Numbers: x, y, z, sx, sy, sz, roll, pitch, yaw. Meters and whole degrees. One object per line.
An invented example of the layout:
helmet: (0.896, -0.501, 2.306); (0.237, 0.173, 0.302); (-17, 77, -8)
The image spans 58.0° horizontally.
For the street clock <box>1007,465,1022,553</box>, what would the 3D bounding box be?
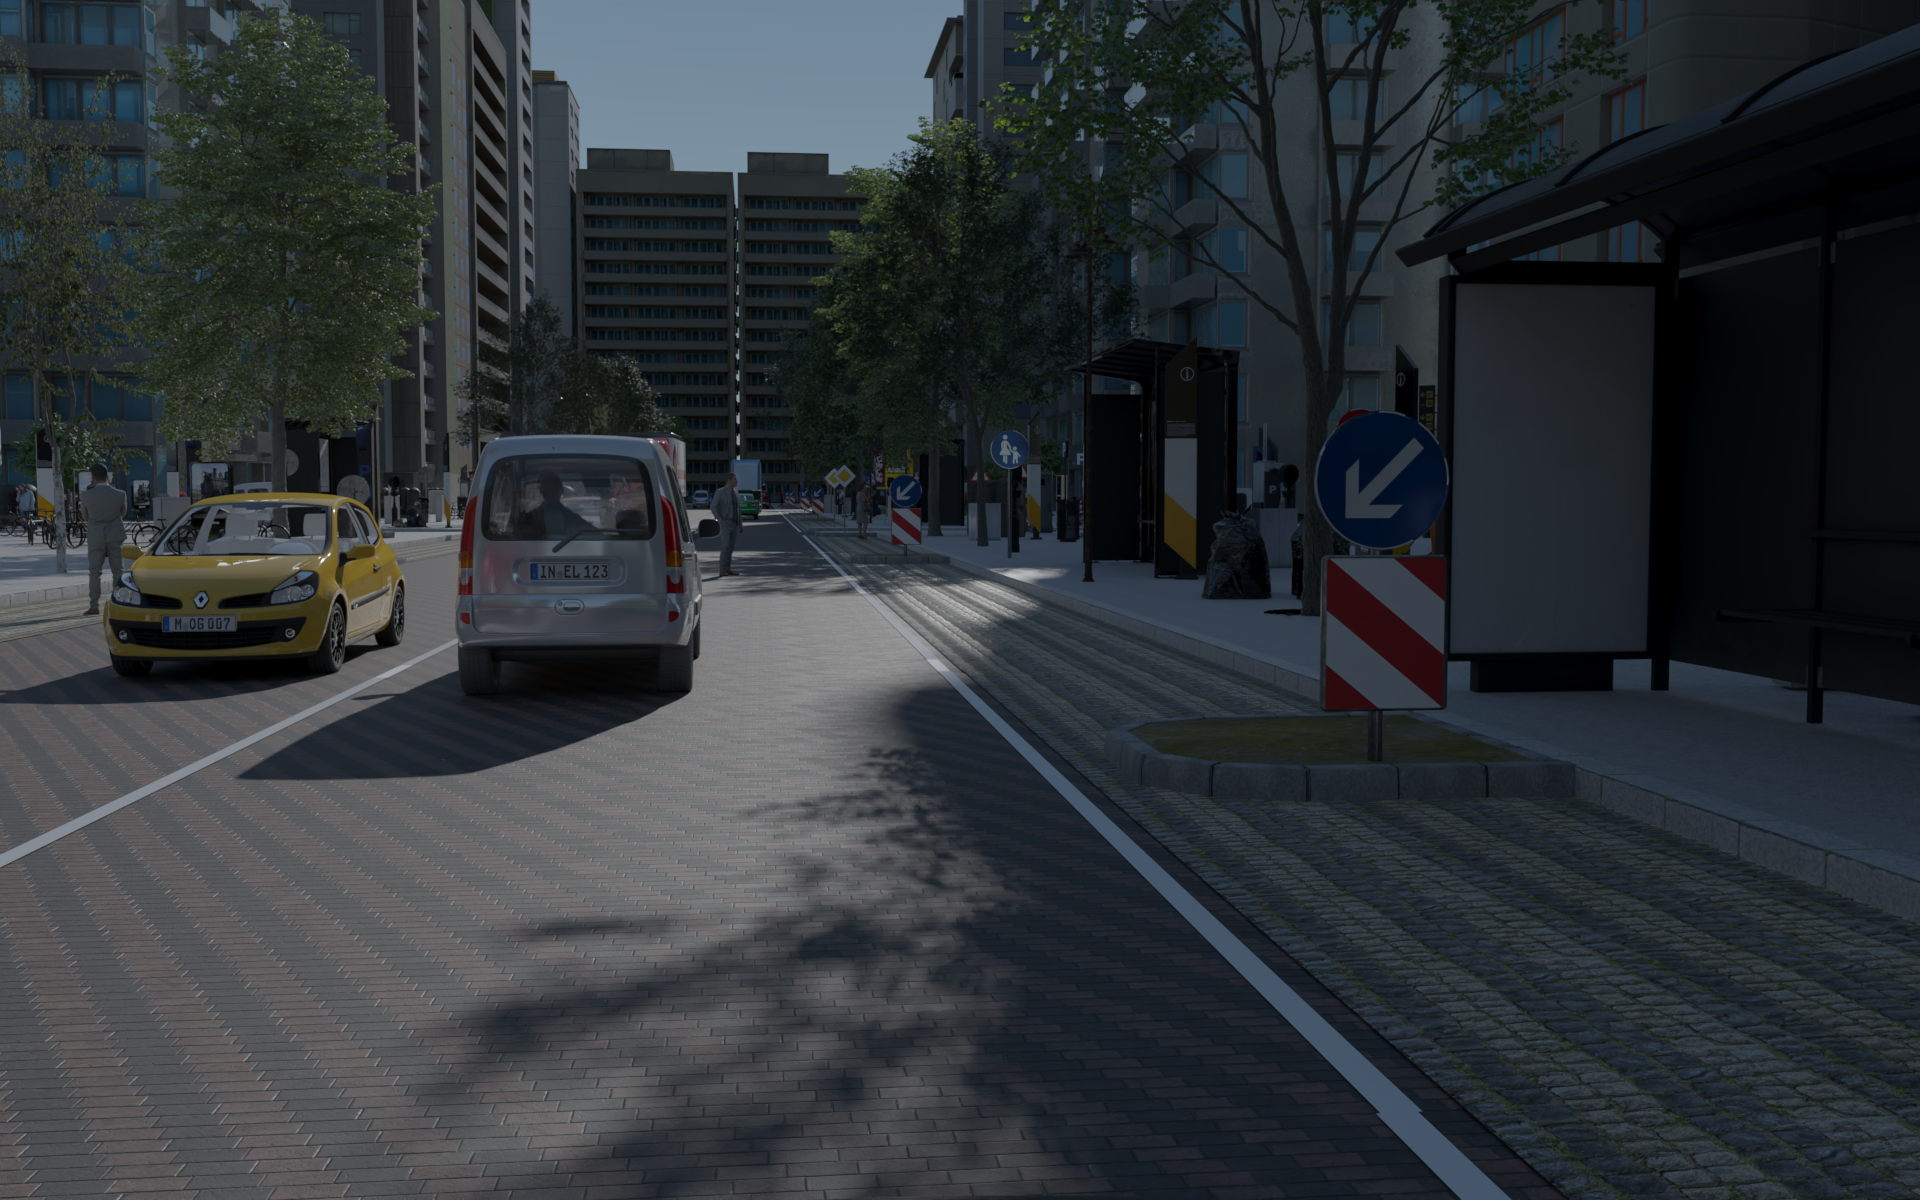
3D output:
street clock: (1.196, -2.043, 37.978); (0.358, 2.002, 0.471); (-1, 4, -14)

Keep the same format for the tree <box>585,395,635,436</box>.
tree: (-25.233, -10.586, 123.446); (4.360, 8.622, 3.978); (0, 3, 0)

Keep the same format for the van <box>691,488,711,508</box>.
van: (-26.845, -10.573, 179.872); (2.013, 2.044, 4.112); (0, 4, -5)

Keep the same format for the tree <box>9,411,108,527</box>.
tree: (-35.386, -5.159, 68.055); (4.285, 4.588, 4.351); (0, 3, 0)

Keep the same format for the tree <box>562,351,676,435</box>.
tree: (-27.581, -13.615, 139.619); (9.611, 12.733, 9.660); (0, 3, 0)

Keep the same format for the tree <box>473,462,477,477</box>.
tree: (-34.840, -8.909, 129.374); (4.285, 4.588, 4.351); (0, 3, 0)

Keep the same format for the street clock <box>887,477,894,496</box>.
street clock: (-2.965, -4.272, 74.410); (0.358, 2.002, 0.471); (1, 4, 15)

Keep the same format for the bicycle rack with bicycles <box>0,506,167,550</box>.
bicycle rack with bicycles: (-20.374, -1.691, 41.025); (2.852, 0.926, 2.925); (1, 4, 21)

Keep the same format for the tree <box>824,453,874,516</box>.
tree: (-6.334, -7.229, 101.900); (4.285, 4.588, 4.351); (0, 3, 0)

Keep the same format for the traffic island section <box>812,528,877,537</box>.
traffic island section: (-3.882, -2.223, 58.627); (2.009, 0.180, 2.903); (0, 4, -7)

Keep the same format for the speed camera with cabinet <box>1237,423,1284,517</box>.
speed camera with cabinet: (7.967, -3.274, 47.867); (2.038, 3.252, 0.660); (-2, 4, -26)

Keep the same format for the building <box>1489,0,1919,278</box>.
building: (28.742, -11.360, 30.777); (27.650, 21.520, 28.899); (0, 4, -7)

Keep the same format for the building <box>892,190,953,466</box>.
building: (-2.923, -36.550, 247.698); (14.200, 45.320, 14.600); (0, 4, -7)

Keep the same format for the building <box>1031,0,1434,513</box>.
building: (17.502, -31.121, 128.436); (23.786, 49.044, 30.456); (0, 4, -7)

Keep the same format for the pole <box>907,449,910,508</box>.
pole: (-2.339, -5.141, 77.897); (0.158, 3.312, 0.155); (0, 3, 0)

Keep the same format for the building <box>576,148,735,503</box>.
building: (-42.508, -38.067, 246.089); (21.600, 48.544, 21.300); (0, 4, -7)

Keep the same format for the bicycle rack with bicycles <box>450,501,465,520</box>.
bicycle rack with bicycles: (-24.064, -4.391, 85.168); (2.852, 0.926, 2.925); (1, 4, 11)

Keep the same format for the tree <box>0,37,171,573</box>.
tree: (-14.643, -4.737, 27.805); (4.360, 8.622, 3.978); (0, 3, 0)

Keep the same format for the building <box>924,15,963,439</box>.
building: (11.624, -36.822, 191.270); (28.713, 52.752, 27.495); (0, 4, -7)

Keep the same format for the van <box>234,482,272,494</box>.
van: (-24.795, -3.242, 60.022); (4.112, 2.044, 2.013); (0, 4, -7)

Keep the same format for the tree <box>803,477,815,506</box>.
tree: (-16.292, -11.783, 187.253); (1.663, 3.219, 1.824); (0, 3, 0)

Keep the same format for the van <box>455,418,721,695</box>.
van: (-2.927, -0.416, 13.809); (2.013, 2.044, 4.112); (0, 4, -7)

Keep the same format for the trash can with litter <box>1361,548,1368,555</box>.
trash can with litter: (7.554, -1.186, 30.785); (1.055, 1.170, 0.624); (-2, 4, -26)

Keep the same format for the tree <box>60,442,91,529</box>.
tree: (-33.328, -4.291, 64.759); (1.663, 3.219, 1.824); (0, 3, 0)

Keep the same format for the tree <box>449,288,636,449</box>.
tree: (-19.457, -8.781, 77.984); (7.601, 10.594, 8.767); (0, 4, 1)

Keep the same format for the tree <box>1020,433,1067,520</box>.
tree: (3.659, -6.225, 85.486); (4.285, 4.588, 4.351); (0, 3, 0)

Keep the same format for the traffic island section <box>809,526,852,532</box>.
traffic island section: (-4.794, -2.708, 66.560); (2.009, 0.180, 2.903); (0, 4, -7)

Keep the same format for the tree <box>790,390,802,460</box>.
tree: (-8.798, -12.780, 127.083); (7.486, 12.596, 7.792); (0, 3, 0)

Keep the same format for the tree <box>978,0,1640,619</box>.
tree: (3.827, -5.652, 18.168); (9.928, 11.665, 9.643); (0, 3, 0)

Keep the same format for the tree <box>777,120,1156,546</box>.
tree: (0.625, -6.617, 42.604); (8.767, 10.594, 7.601); (0, 4, 6)

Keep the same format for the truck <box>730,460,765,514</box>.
truck: (-16.151, -8.557, 129.659); (2.967, 4.110, 18.799); (0, 4, -6)

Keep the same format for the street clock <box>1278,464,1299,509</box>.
street clock: (8.031, -2.313, 42.387); (0.471, 2.002, 0.358); (-2, 4, -28)

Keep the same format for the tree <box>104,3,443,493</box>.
tree: (-15.690, -7.496, 40.682); (7.486, 12.596, 7.792); (0, 3, 0)

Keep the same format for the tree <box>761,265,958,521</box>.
tree: (-4.869, -10.227, 84.217); (9.611, 12.733, 9.660); (0, 3, 0)

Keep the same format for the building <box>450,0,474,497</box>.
building: (-48.891, -30.196, 143.807); (14.600, 45.320, 14.200); (0, 4, -7)

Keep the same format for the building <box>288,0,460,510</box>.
building: (-46.131, -27.277, 129.570); (14.154, 41.232, 14.086); (0, 4, -7)

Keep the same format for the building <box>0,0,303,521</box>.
building: (-49.355, -28.959, 93.091); (23.786, 49.044, 30.456); (0, 4, -7)

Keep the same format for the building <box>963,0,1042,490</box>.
building: (10.837, -37.983, 163.020); (21.231, 58.520, 28.212); (0, 4, -7)

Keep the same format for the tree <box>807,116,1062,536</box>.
tree: (-0.652, -8.201, 52.208); (7.486, 12.596, 7.792); (0, 3, 0)

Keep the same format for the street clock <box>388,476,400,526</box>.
street clock: (-22.541, -3.942, 69.022); (0.358, 2.002, 0.471); (1, 4, 18)

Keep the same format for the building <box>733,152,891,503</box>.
building: (-21.074, -38.230, 248.762); (21.600, 48.544, 21.300); (0, 4, -7)

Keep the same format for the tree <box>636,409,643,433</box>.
tree: (-23.203, -10.561, 107.078); (8.767, 10.594, 7.601); (2, 4, 24)

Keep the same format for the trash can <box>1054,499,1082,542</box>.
trash can: (2.896, -2.119, 46.301); (0.748, 1.137, 0.748); (0, 3, 0)

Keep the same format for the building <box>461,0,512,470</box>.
building: (-54.310, -32.867, 161.072); (21.300, 48.544, 21.600); (0, 4, -7)

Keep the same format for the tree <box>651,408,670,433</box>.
tree: (-35.672, -17.410, 210.416); (9.928, 11.665, 9.643); (0, 3, 0)

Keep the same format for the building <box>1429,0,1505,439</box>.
building: (23.751, -28.878, 91.762); (30.456, 49.044, 23.786); (0, 4, -7)

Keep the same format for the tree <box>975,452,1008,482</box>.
tree: (1.209, -5.045, 77.089); (1.663, 3.219, 1.824); (0, 3, 0)

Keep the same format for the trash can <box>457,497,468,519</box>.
trash can: (-25.266, -4.690, 88.341); (0.748, 1.137, 0.748); (0, 3, 0)

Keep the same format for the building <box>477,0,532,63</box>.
building: (-60.829, -39.443, 186.897); (28.212, 58.520, 21.231); (0, 4, -7)

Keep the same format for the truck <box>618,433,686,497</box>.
truck: (-14.522, -5.648, 81.266); (2.839, 4.237, 11.283); (0, 4, -5)

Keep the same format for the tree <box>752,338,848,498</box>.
tree: (-18.258, -21.371, 205.297); (12.611, 20.169, 13.585); (0, 3, 0)

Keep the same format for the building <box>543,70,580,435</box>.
building: (-67.701, -42.877, 243.030); (28.212, 58.520, 21.231); (0, 4, -7)

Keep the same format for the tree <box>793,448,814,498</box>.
tree: (-15.932, -14.245, 183.266); (4.737, 8.622, 4.395); (0, 3, 0)

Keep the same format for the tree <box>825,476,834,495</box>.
tree: (-10.050, -11.290, 134.959); (4.360, 8.622, 3.978); (0, 3, 0)

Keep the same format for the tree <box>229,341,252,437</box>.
tree: (-33.655, -7.749, 77.056); (4.360, 8.622, 3.978); (0, 3, 0)
